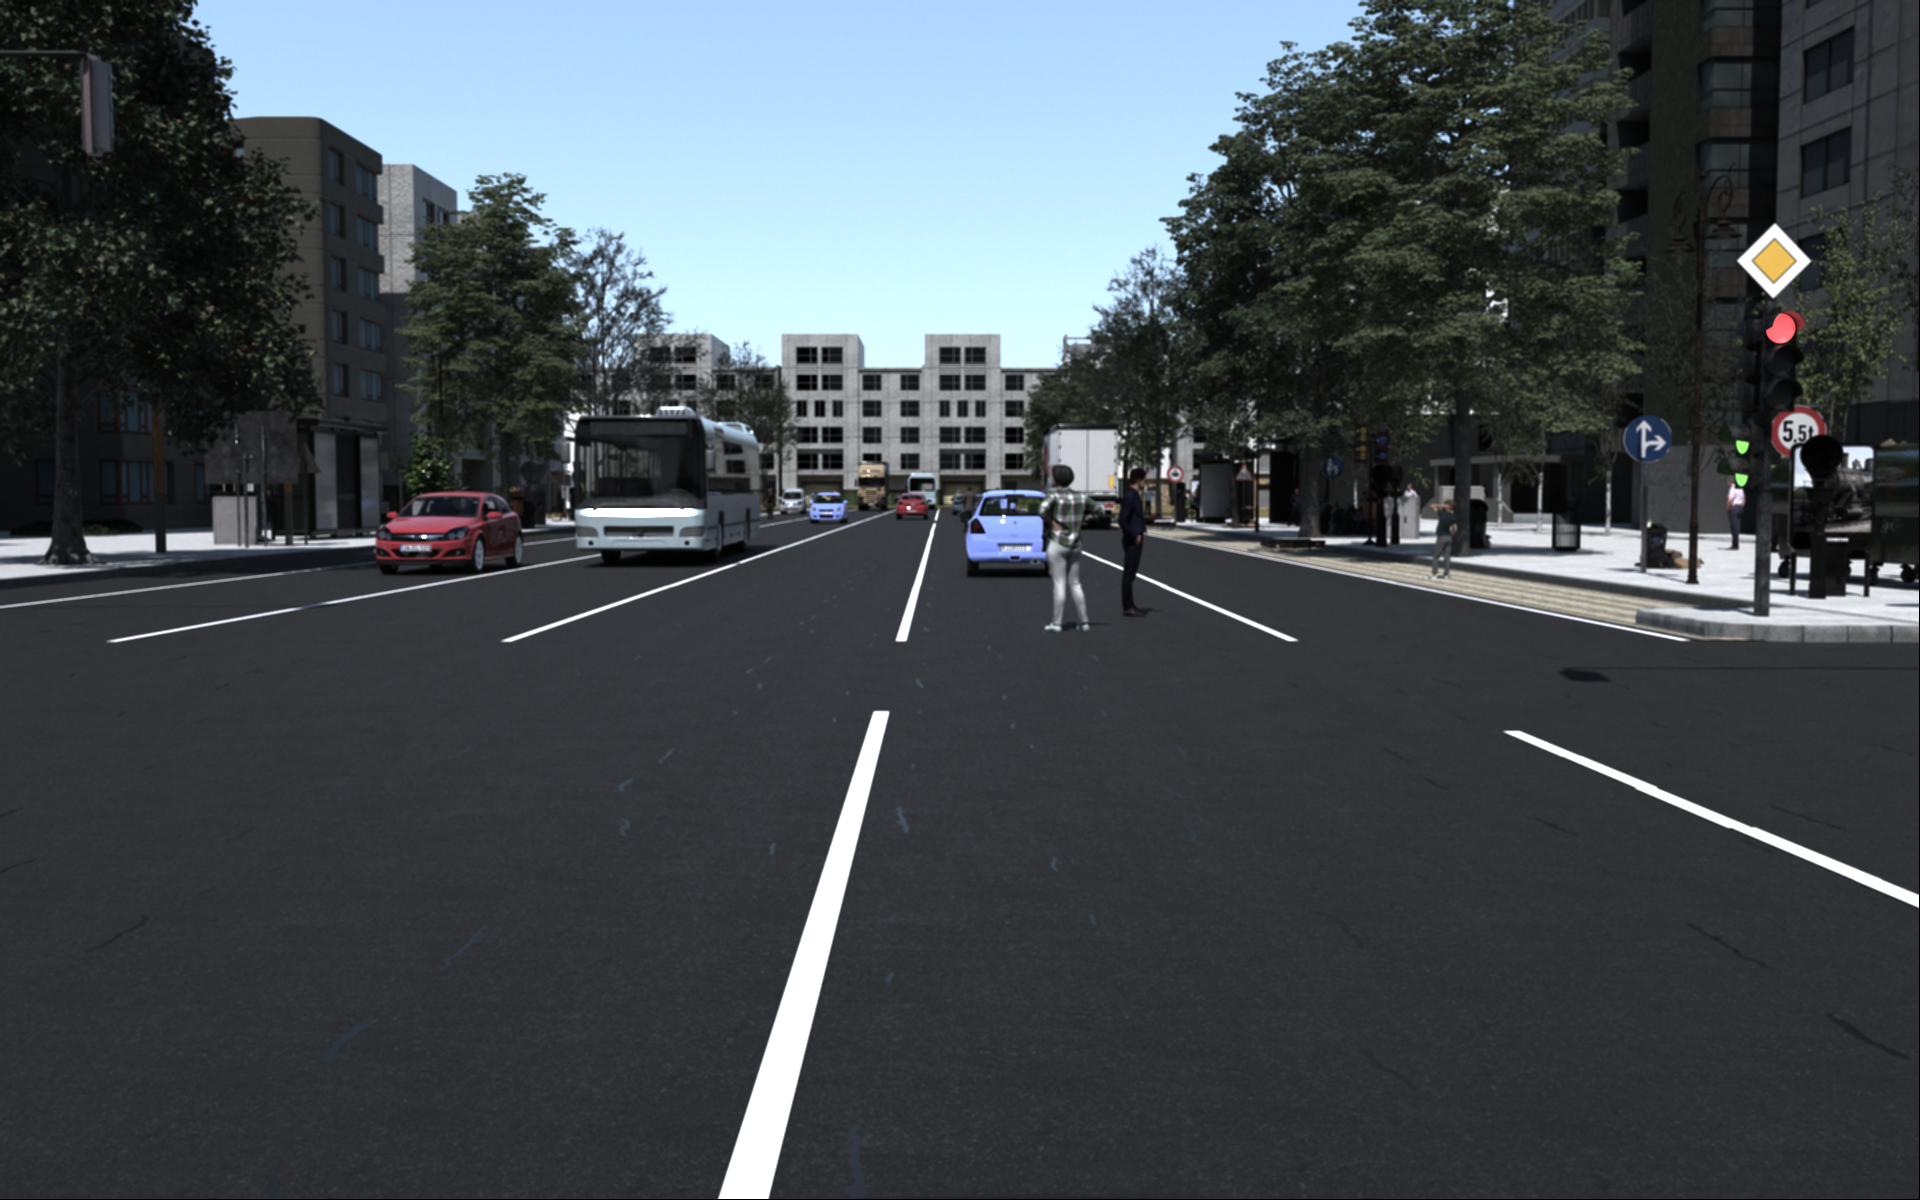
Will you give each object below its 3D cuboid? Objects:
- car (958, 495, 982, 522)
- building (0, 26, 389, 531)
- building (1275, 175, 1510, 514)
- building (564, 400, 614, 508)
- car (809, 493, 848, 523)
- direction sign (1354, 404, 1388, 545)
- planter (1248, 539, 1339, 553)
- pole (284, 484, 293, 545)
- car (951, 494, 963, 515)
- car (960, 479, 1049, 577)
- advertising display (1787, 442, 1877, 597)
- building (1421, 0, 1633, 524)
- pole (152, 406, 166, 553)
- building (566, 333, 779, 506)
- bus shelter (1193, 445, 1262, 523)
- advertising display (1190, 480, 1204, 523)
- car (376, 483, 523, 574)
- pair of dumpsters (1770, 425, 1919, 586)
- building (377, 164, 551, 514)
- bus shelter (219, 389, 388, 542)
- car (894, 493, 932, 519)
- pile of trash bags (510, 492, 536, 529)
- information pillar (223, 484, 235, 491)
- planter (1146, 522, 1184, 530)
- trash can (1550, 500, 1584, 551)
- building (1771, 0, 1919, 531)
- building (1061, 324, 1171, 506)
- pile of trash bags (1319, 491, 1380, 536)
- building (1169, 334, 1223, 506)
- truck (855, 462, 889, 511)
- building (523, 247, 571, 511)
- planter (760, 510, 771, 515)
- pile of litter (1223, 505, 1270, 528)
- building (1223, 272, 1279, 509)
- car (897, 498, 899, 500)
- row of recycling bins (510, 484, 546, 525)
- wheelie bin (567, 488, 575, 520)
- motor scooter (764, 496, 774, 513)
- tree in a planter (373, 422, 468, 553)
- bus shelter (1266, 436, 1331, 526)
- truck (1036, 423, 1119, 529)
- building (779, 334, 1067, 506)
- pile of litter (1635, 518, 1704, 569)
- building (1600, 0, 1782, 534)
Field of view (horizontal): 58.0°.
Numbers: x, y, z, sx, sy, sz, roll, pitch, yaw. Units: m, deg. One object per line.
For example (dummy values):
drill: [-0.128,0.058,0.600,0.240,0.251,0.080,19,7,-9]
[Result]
car: [0.934,-4.685,88.609,2.014,1.417,4.499,0,4,-2]
building: [-43.082,-14.006,74.029,27.650,21.520,28.899,0,4,-1]
building: [36.872,-17.340,127.480,27.936,21.610,32.646,0,4,-1]
building: [-45.037,-12.776,151.042,28.070,9.664,9.099,0,4,-1]
car: [-6.460,-4.640,85.448,1.945,1.707,3.694,0,4,0]
direction sign: [10.315,-3.150,43.502,0.876,3.537,0.379,3,4,37]
planter: [8.197,-1.337,42.996,1.991,0.319,1.994,0,4,-1]
pole: [-16.794,-3.023,43.275,0.158,3.312,0.155,0,3,0]
car: [0.381,-6.552,119.130,2.014,1.417,4.499,0,4,1]
car: [0.959,-1.327,31.285,1.945,1.707,3.694,0,4,1]
advertising display: [10.922,-1.009,21.715,0.974,1.923,0.123,1,4,16]
building: [39.865,-23.798,80.979,32.217,40.220,23.993,0,4,-1]
pole: [-17.415,-2.680,37.656,0.158,3.312,0.155,0,3,0]
building: [-35.830,-20.340,199.009,31.486,18.905,16.747,0,4,-1]
bus shelter: [11.352,-4.892,73.905,2.014,3.302,5.546,0,4,-1]
advertising display: [10.786,-4.438,77.778,0.974,1.923,0.123,3,4,38]
car: [-9.546,-1.438,32.557,2.155,1.783,4.494,0,4,0]
pair of dumpsters: [13.210,-1.348,24.538,1.574,2.255,4.437,0,4,-1]
building: [-37.759,-14.818,108.737,16.747,18.905,31.486,0,4,-1]
bus shelter: [-18.702,-4.373,49.124,2.179,5.291,8.768,0,4,-1]
car: [-2.708,-5.513,99.176,2.155,1.783,4.494,0,4,0]
pile of trash bags: [-16.824,-3.370,64.848,1.912,1.369,3.447,-2,4,-26]
information pillar: [-20.493,-2.697,48.587,0.304,2.012,0.304,-2,4,-26]
planter: [7.929,-2.985,69.938,1.991,0.319,1.994,0,4,-1]
trash can: [13.611,-1.665,38.868,0.748,1.137,0.748,0,3,0]
building: [34.688,-36.812,40.134,20.611,71.187,20.563,0,4,-1]
building: [17.747,-20.979,199.429,11.380,20.091,16.016,0,4,-1]
pile of trash bags: [12.343,-2.727,54.344,1.912,1.369,3.447,0,4,-8]
building: [39.704,-20.348,199.143,31.486,18.905,16.747,0,4,-1]
truck: [-7.633,-10.000,152.419,2.839,4.237,11.283,0,4,-1]
building: [-38.365,-16.756,130.387,16.016,20.091,11.380,0,4,-1]
planter: [-13.989,-6.033,119.781,1.991,0.319,1.994,0,4,-1]
pile of litter: [10.896,-3.176,65.896,1.719,0.858,1.176,3,4,37]
building: [31.194,-17.966,150.164,16.016,20.091,11.380,0,4,-1]
car: [-3.908,-7.860,137.543,2.155,1.783,4.494,0,4,-2]
row of recycling bins: [-18.164,-4.018,72.807,1.069,1.692,3.534,-2,4,-27]
wheelie bin: [-18.721,-4.698,84.723,0.980,1.594,0.693,-1,4,-18]
motor scooter: [-14.113,-7.064,128.281,0.815,1.314,1.986,0,3,0]
tree in a planter: [-13.240,-2.792,42.864,1.991,3.239,1.994,0,4,-1]
bus shelter: [13.978,-4.951,72.232,1.731,3.624,6.357,0,4,-1]
truck: [4.958,-5.224,74.325,2.839,4.237,11.283,0,4,-1]
building: [-4.000,-20.365,199.421,31.486,18.905,16.747,0,4,-1]
pile of litter: [12.387,-0.998,30.274,1.176,0.858,1.719,2,4,30]
building: [30.721,-17.734,61.657,14.160,30.474,14.107,0,4,-1]
